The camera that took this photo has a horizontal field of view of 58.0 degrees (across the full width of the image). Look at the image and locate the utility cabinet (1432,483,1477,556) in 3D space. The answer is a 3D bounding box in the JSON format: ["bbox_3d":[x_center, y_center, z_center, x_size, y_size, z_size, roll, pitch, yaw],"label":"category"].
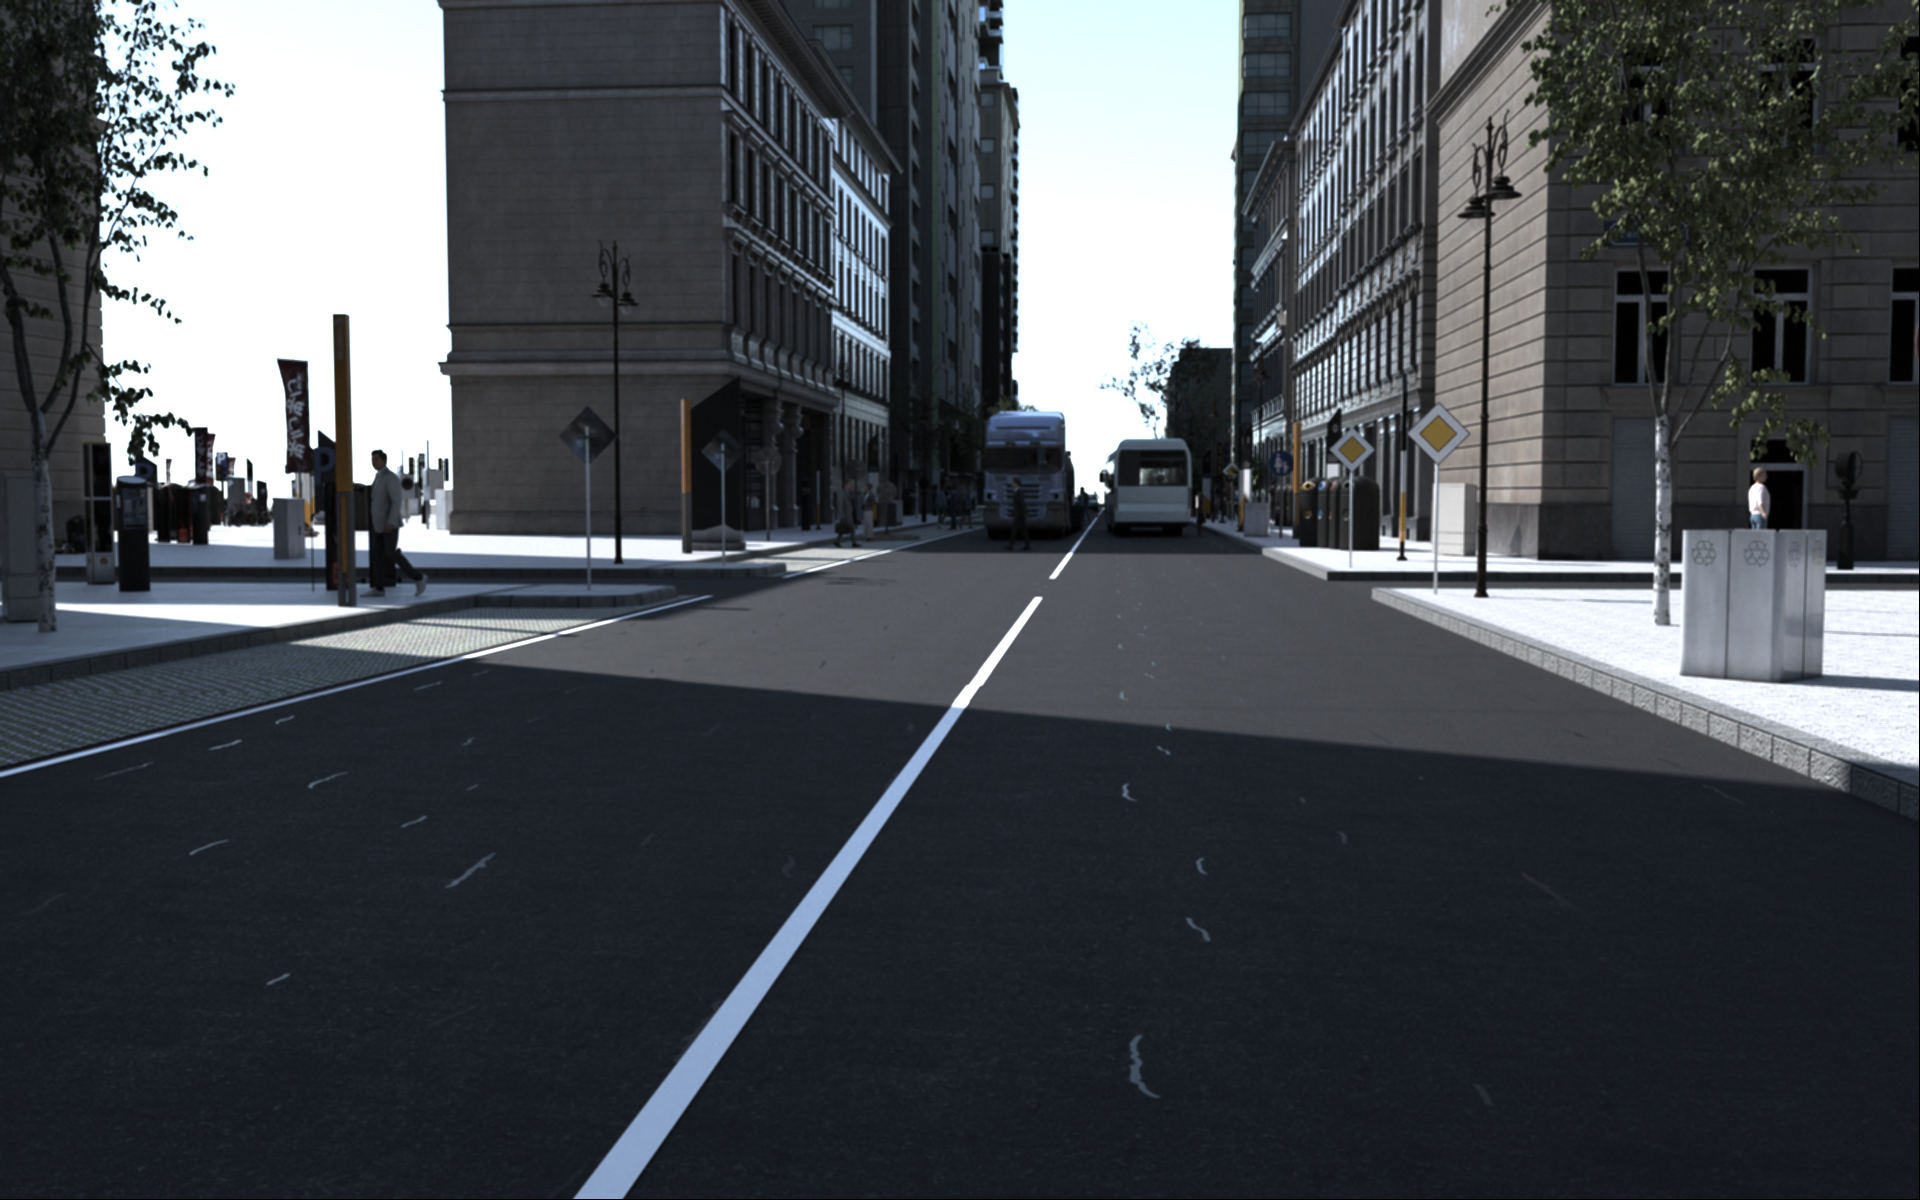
[{"bbox_3d":[10.300,-1.675,36.060,0.318,1.500,1.173,-1,4,-18],"label":"utility cabinet"}]

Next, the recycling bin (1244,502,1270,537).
[{"bbox_3d":[8.934,-2.418,52.082,0.722,1.027,0.722,1,4,14],"label":"recycling bin"}]

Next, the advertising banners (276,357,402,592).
[{"bbox_3d":[-8.280,-1.649,23.149,0.090,3.025,2.074,2,4,26],"label":"advertising banners"}]

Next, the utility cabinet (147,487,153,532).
[{"bbox_3d":[-27.083,-2.961,57.089,0.318,1.500,1.173,0,4,5],"label":"utility cabinet"}]

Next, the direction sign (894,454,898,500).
[{"bbox_3d":[-3.624,-6.485,98.019,0.379,3.537,0.876,-1,4,-12],"label":"direction sign"}]

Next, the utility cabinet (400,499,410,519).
[{"bbox_3d":[-28.840,-4.920,89.116,1.173,1.500,0.318,2,4,27],"label":"utility cabinet"}]

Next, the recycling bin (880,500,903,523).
[{"bbox_3d":[-2.890,-3.700,73.051,0.722,1.027,0.722,2,4,34],"label":"recycling bin"}]

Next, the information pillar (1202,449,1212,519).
[{"bbox_3d":[12.887,-6.059,90.418,0.504,3.616,0.183,3,5,41],"label":"information pillar"}]

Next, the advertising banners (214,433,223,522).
[{"bbox_3d":[-21.685,-3.213,48.727,0.090,3.025,2.074,1,4,22],"label":"advertising banners"}]

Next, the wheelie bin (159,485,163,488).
[{"bbox_3d":[-28.792,-3.345,62.601,0.693,1.594,0.980,-3,5,-40],"label":"wheelie bin"}]

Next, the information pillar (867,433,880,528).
[{"bbox_3d":[-3.316,-4.581,66.249,0.504,3.616,0.183,-3,5,-42],"label":"information pillar"}]

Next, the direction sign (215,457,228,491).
[{"bbox_3d":[-46.169,-7.130,108.565,0.379,3.537,0.876,2,4,29],"label":"direction sign"}]

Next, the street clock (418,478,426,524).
[{"bbox_3d":[-23.169,-4.301,74.886,0.471,2.002,0.358,0,4,-1],"label":"street clock"}]

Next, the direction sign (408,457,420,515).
[{"bbox_3d":[-33.117,-6.943,105.508,0.876,3.537,0.379,-1,4,-14],"label":"direction sign"}]

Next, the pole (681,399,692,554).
[{"bbox_3d":[-5.899,-2.660,37.342,0.158,3.312,0.155,0,3,0],"label":"pole"}]

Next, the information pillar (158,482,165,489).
[{"bbox_3d":[-47.455,-6.026,103.012,0.304,2.012,0.304,3,4,39],"label":"information pillar"}]

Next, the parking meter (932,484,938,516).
[{"bbox_3d":[-1.488,-5.965,103.236,0.255,1.863,0.399,1,4,8],"label":"parking meter"}]

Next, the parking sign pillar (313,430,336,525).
[{"bbox_3d":[-26.212,-5.112,72.057,1.447,3.967,1.447,1,4,19],"label":"parking sign pillar"}]

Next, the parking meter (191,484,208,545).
[{"bbox_3d":[-19.366,-2.183,44.110,0.372,1.533,0.369,0,3,0],"label":"parking meter"}]

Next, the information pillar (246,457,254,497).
[{"bbox_3d":[-45.031,-7.247,109.845,0.183,3.616,0.504,2,4,24],"label":"information pillar"}]

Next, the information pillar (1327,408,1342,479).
[{"bbox_3d":[10.203,-3.418,47.238,0.183,3.616,0.504,-2,4,-29],"label":"information pillar"}]

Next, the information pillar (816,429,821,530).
[{"bbox_3d":[-5.106,-4.337,62.272,0.183,3.616,0.504,0,4,-7],"label":"information pillar"}]

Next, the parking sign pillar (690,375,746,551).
[{"bbox_3d":[-5.626,-3.125,39.560,1.447,3.967,1.447,0,4,4],"label":"parking sign pillar"}]

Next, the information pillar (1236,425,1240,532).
[{"bbox_3d":[9.601,-4.137,58.991,0.183,3.616,0.504,2,4,28],"label":"information pillar"}]

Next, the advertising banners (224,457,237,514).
[{"bbox_3d":[-34.475,-5.159,80.544,0.090,3.025,2.074,2,4,28],"label":"advertising banners"}]

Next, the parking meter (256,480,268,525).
[{"bbox_3d":[-29.175,-4.080,72.426,0.255,1.863,0.399,3,5,40],"label":"parking meter"}]

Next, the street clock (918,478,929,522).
[{"bbox_3d":[-1.645,-4.530,78.639,0.471,2.002,0.358,0,4,-5],"label":"street clock"}]

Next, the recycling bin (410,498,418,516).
[{"bbox_3d":[-32.589,-5.522,102.835,0.722,1.027,0.722,-2,4,-24],"label":"recycling bin"}]

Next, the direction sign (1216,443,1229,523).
[{"bbox_3d":[11.633,-5.183,76.731,0.876,3.537,0.379,-3,5,-43],"label":"direction sign"}]

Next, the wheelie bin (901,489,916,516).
[{"bbox_3d":[-3.047,-5.758,102.053,0.980,1.594,0.693,1,4,16],"label":"wheelie bin"}]

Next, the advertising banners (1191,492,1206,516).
[{"bbox_3d":[13.530,-6.378,100.465,0.090,3.025,2.074,-3,4,-36],"label":"advertising banners"}]

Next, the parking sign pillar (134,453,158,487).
[{"bbox_3d":[-50.428,-7.268,107.302,1.447,3.967,1.447,0,4,-8],"label":"parking sign pillar"}]

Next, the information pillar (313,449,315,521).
[{"bbox_3d":[-29.813,-5.402,79.674,0.504,3.616,0.183,-2,4,-31],"label":"information pillar"}]

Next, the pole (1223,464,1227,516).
[{"bbox_3d":[15.622,-6.620,102.084,0.158,3.312,0.155,0,3,0],"label":"pole"}]

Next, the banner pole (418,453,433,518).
[{"bbox_3d":[-28.688,-6.288,92.834,0.401,3.779,0.863,2,4,35],"label":"banner pole"}]

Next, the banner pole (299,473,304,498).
[{"bbox_3d":[-21.268,-4.031,55.919,0.401,3.779,0.863,-2,4,-29],"label":"banner pole"}]

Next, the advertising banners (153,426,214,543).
[{"bbox_3d":[-20.306,-2.997,45.183,2.074,3.025,0.090,2,4,26],"label":"advertising banners"}]

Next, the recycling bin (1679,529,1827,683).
[{"bbox_3d":[5.572,0.023,12.176,0.722,1.027,0.722,-3,5,-41],"label":"recycling bin"}]

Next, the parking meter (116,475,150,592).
[{"bbox_3d":[-10.917,-0.884,22.865,0.372,1.533,0.369,0,3,0],"label":"parking meter"}]

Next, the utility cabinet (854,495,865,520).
[{"bbox_3d":[-4.665,-4.471,84.266,1.020,1.237,0.306,1,4,11],"label":"utility cabinet"}]

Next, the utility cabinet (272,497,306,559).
[{"bbox_3d":[-13.343,-1.426,34.477,0.306,1.237,1.020,0,4,-2],"label":"utility cabinet"}]

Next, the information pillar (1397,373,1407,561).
[{"bbox_3d":[8.534,-2.567,33.324,0.183,3.616,0.504,1,4,13],"label":"information pillar"}]

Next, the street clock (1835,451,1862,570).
[{"bbox_3d":[15.057,-1.518,29.395,0.471,2.002,0.358,-2,4,-35],"label":"street clock"}]

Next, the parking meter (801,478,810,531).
[{"bbox_3d":[-5.422,-3.376,60.908,0.255,1.863,0.399,0,4,8],"label":"parking meter"}]

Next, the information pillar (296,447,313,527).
[{"bbox_3d":[-28.130,-5.073,74.301,0.183,3.616,0.504,1,4,14],"label":"information pillar"}]

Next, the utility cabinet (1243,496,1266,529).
[{"bbox_3d":[10.664,-3.163,62.877,0.306,1.237,1.020,-2,4,-26],"label":"utility cabinet"}]

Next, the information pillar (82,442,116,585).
[{"bbox_3d":[-12.210,-1.228,24.564,0.304,2.012,0.304,-3,5,-43],"label":"information pillar"}]

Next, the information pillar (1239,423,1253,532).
[{"bbox_3d":[9.540,-4.035,57.327,0.183,3.616,0.504,-1,4,-15],"label":"information pillar"}]

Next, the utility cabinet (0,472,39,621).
[{"bbox_3d":[-9.622,-0.554,17.735,0.318,1.500,1.173,-2,4,-31],"label":"utility cabinet"}]
